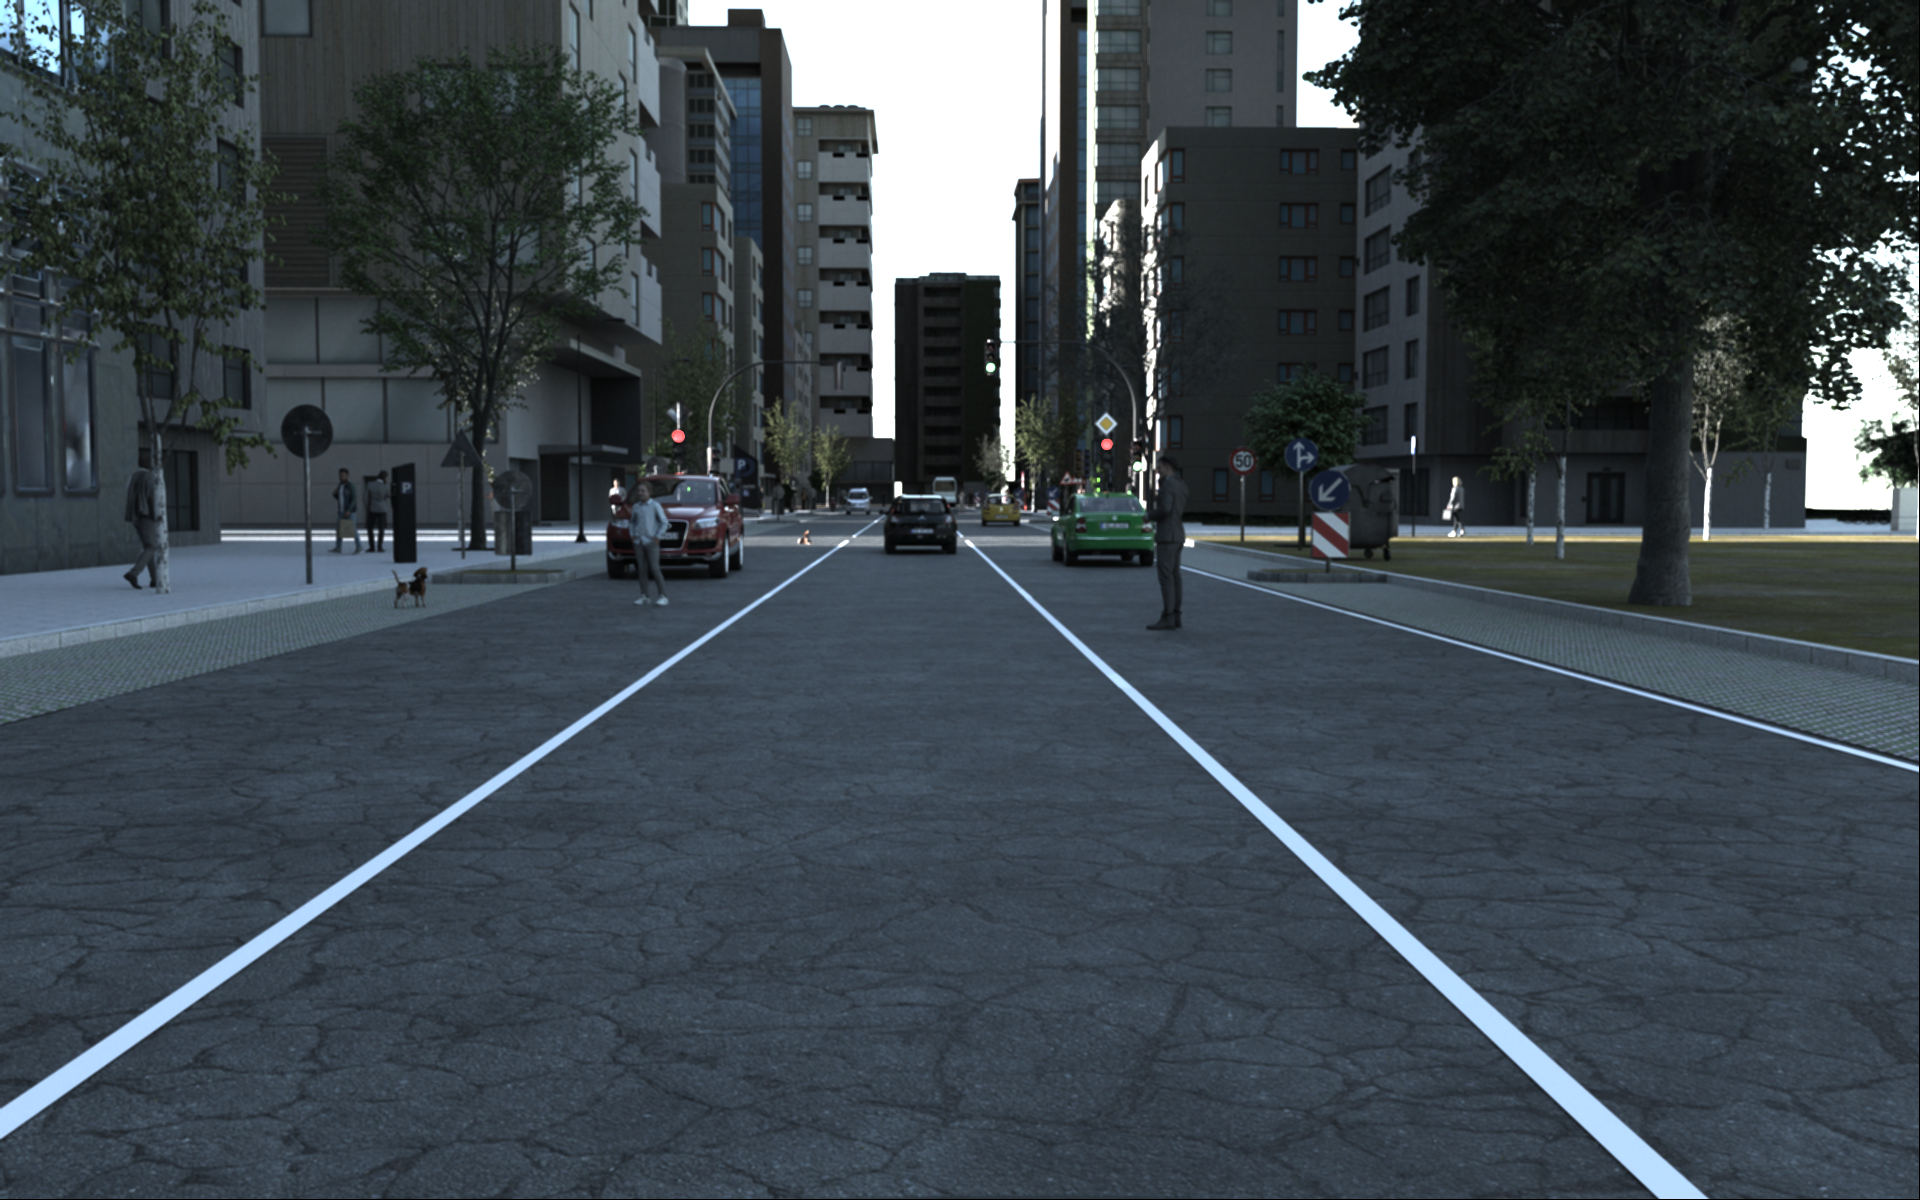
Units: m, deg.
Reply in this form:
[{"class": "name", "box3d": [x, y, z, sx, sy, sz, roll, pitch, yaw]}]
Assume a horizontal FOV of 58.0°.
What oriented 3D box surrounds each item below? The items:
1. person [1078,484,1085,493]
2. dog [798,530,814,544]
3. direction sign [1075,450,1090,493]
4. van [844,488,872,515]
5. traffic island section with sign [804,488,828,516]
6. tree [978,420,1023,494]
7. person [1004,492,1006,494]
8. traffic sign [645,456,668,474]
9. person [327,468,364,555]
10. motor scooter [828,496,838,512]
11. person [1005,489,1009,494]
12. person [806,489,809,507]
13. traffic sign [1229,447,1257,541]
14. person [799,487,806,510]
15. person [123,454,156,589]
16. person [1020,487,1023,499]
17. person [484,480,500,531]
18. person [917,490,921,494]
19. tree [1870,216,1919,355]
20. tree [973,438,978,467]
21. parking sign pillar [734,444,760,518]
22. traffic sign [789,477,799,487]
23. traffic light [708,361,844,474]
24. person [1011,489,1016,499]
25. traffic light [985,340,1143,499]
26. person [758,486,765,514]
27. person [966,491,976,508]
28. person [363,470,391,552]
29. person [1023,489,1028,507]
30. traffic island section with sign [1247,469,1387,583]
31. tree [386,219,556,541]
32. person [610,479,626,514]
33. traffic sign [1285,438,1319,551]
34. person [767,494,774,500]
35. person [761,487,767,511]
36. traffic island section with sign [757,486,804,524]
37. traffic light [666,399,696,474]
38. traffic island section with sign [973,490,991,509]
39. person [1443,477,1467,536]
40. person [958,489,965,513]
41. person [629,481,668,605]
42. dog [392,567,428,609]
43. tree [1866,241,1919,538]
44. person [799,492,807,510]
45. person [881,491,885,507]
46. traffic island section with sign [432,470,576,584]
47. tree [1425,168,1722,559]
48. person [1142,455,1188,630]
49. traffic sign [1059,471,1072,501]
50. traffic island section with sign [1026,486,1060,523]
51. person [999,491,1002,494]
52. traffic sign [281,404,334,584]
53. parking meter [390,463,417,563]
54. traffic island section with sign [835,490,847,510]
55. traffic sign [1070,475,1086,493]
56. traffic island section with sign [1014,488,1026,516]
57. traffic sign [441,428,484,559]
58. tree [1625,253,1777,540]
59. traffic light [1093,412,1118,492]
[{"class": "person", "box3d": [6.350, -5.082, 89.141, 0.555, 1.821, 0.388, 3, 5, 40]}, {"class": "dog", "box3d": [-4.393, -1.810, 49.781, 0.550, 0.427, 0.748, 0, 4, 7]}, {"class": "direction sign", "box3d": [6.230, -5.887, 88.241, 0.876, 3.537, 0.379, -2, 4, -29]}, {"class": "van", "box3d": [-7.144, -7.011, 121.646, 2.013, 2.044, 4.112, 0, 4, -2]}, {"class": "traffic island section with sign", "box3d": [-9.522, -6.303, 111.681, 1.989, 1.847, 2.006, 0, 4, -1]}, {"class": "tree", "box3d": [4.328, -13.647, 173.485, 4.360, 8.622, 3.978, 0, 3, 0]}, {"class": "person", "box3d": [5.022, -11.044, 186.486, 0.709, 1.838, 0.599, -1, 4, -10]}, {"class": "traffic sign", "box3d": [-10.197, -3.552, 58.186, 0.768, 2.556, 0.104, 0, 3, 0]}, {"class": "person", "box3d": [-12.875, -1.855, 36.357, 0.713, 1.824, 0.794, -3, 5, -41]}, {"class": "motor scooter", "box3d": [-10.244, -7.761, 139.665, 0.815, 1.314, 1.986, 0, 4, -1]}, {"class": "person", "box3d": [2.496, -5.230, 94.854, 0.643, 1.720, 0.563, -1, 4, -22]}, {"class": "person", "box3d": [-14.832, -9.889, 167.821, 0.705, 1.812, 1.348, -1, 4, -8]}, {"class": "traffic sign", "box3d": [7.656, -2.861, 46.882, 0.768, 2.556, 0.104, 0, 4, 3]}, {"class": "person", "box3d": [-12.543, -8.090, 138.405, 0.705, 1.812, 1.348, 1, 4, 11]}, {"class": "person", "box3d": [-11.066, -1.066, 23.577, 0.679, 1.850, 0.850, 1, 4, 20]}, {"class": "person", "box3d": [4.994, -8.301, 141.744, 0.705, 1.826, 1.348, 1, 4, 9]}, {"class": "person", "box3d": [-16.284, -3.311, 60.530, 0.532, 1.782, 0.716, 1, 4, 21]}, {"class": "person", "box3d": [-3.638, -8.961, 155.031, 1.348, 1.822, 0.705, 0, 4, 1]}, {"class": "tree", "box3d": [26.306, -7.883, 39.258, 12.009, 13.543, 11.850, 0, 3, 0]}, {"class": "tree", "box3d": [3.569, -15.764, 208.098, 4.360, 8.622, 3.978, 0, 3, 0]}, {"class": "parking sign pillar", "box3d": [-11.427, -6.361, 92.477, 1.447, 3.967, 1.447, 0, 4, -4]}, {"class": "traffic sign", "box3d": [-12.147, -7.733, 126.537, 0.768, 2.556, 0.104, 0, 4, 3]}, {"class": "traffic light", "box3d": [-6.371, -5.174, 59.265, 4.771, 5.953, 1.251, 0, 4, -1]}, {"class": "person", "box3d": [5.093, -9.682, 165.060, 1.217, 1.735, 0.721, 1, 4, 10]}, {"class": "traffic light", "box3d": [3.112, -4.691, 51.359, 4.771, 5.953, 1.251, 0, 4, -1]}, {"class": "person", "box3d": [-13.112, -6.346, 110.016, 1.509, 1.804, 0.699, -2, 4, -26]}, {"class": "person", "box3d": [1.144, -10.670, 183.475, 1.217, 1.766, 0.721, -1, 4, -9]}, {"class": "person", "box3d": [-12.895, -1.963, 38.324, 0.592, 1.802, 0.473, 0, 4, -3]}, {"class": "person", "box3d": [6.722, -10.476, 177.282, 0.705, 1.831, 1.348, -1, 4, -23]}, {"class": "traffic island section with sign", "box3d": [5.832, -1.226, 28.669, 1.989, 1.847, 2.006, 0, 4, -1]}, {"class": "tree", "box3d": [-13.449, -5.928, 47.287, 4.360, 8.622, 3.978, 0, 3, 0]}, {"class": "person", "box3d": [-11.660, -3.219, 58.877, 0.606, 1.804, 0.583, 0, 4, 6]}, {"class": "traffic sign", "box3d": [7.735, -2.398, 39.313, 0.768, 2.556, 0.104, 0, 4, -1]}, {"class": "person", "box3d": [-14.596, -8.000, 136.849, 1.348, 1.823, 0.705, 0, 4, -7]}, {"class": "person", "box3d": [-14.957, -7.666, 131.161, 0.755, 1.850, 0.659, 2, 4, 27]}, {"class": "traffic island section with sign", "box3d": [-8.819, -4.637, 84.435, 1.989, 1.847, 2.006, 0, 4, -1]}, {"class": "traffic light", "box3d": [-8.255, -3.809, 51.194, 0.839, 4.253, 0.868, 0, 4, -1]}, {"class": "traffic island section with sign", "box3d": [2.437, -9.342, 161.372, 1.989, 1.847, 2.006, 0, 4, -1]}, {"class": "person", "box3d": [15.077, -2.839, 52.641, 0.709, 1.800, 0.728, -2, 4, -35]}, {"class": "person", "box3d": [0.107, -7.455, 130.576, 0.511, 1.800, 0.466, 2, 4, 35]}, {"class": "person", "box3d": [-4.068, -0.744, 22.473, 0.589, 1.601, 0.330, 2, 4, 29]}, {"class": "dog", "box3d": [-6.886, -0.147, 21.699, 0.406, 0.507, 0.540, -1, 4, -15]}, {"class": "tree", "box3d": [28.005, -6.091, 49.953, 4.360, 8.622, 3.978, 0, 3, 0]}, {"class": "person", "box3d": [-12.796, -8.294, 142.372, 0.721, 1.735, 1.217, 3, 5, 42]}, {"class": "person", "box3d": [-8.894, -11.625, 199.009, 0.568, 1.767, 0.683, 0, 4, -2]}, {"class": "traffic island section with sign", "box3d": [-7.384, -1.206, 28.341, 1.989, 1.847, 2.006, 0, 4, -1]}, {"class": "tree", "box3d": [11.752, -5.139, 34.382, 4.737, 8.622, 4.395, 0, 3, 0]}, {"class": "person", "box3d": [2.170, -0.624, 18.516, 0.447, 1.846, 0.655, 2, 4, 23]}, {"class": "traffic sign", "box3d": [5.890, -5.821, 95.183, 0.884, 2.594, 0.081, 0, 4, 4]}, {"class": "traffic island section with sign", "box3d": [4.394, -4.653, 84.712, 1.989, 1.847, 2.006, 0, 4, -1]}, {"class": "person", "box3d": [4.216, -10.482, 178.893, 0.415, 1.643, 0.593, 1, 4, 16]}, {"class": "traffic sign", "box3d": [-9.290, -1.501, 24.654, 0.768, 2.556, 0.104, 0, 4, 4]}, {"class": "parking meter", "box3d": [-10.371, -1.625, 32.277, 0.399, 1.863, 0.255, -3, 5, -41]}, {"class": "traffic island section with sign", "box3d": [-10.784, -9.322, 161.044, 1.989, 1.847, 2.006, 0, 4, -1]}, {"class": "traffic sign", "box3d": [6.243, -5.606, 91.656, 0.884, 2.594, 0.081, 0, 4, 0]}, {"class": "traffic island section with sign", "box3d": [3.682, -6.371, 112.794, 1.989, 1.847, 2.006, 0, 4, -1]}, {"class": "traffic sign", "box3d": [-9.818, -2.090, 34.169, 0.884, 2.594, 0.081, 0, 4, 6]}, {"class": "tree", "box3d": [21.102, -6.026, 48.894, 4.360, 8.622, 3.978, 0, 3, 0]}, {"class": "traffic light", "box3d": [4.997, -4.319, 59.536, 0.839, 4.253, 0.868, 0, 4, -1]}]
